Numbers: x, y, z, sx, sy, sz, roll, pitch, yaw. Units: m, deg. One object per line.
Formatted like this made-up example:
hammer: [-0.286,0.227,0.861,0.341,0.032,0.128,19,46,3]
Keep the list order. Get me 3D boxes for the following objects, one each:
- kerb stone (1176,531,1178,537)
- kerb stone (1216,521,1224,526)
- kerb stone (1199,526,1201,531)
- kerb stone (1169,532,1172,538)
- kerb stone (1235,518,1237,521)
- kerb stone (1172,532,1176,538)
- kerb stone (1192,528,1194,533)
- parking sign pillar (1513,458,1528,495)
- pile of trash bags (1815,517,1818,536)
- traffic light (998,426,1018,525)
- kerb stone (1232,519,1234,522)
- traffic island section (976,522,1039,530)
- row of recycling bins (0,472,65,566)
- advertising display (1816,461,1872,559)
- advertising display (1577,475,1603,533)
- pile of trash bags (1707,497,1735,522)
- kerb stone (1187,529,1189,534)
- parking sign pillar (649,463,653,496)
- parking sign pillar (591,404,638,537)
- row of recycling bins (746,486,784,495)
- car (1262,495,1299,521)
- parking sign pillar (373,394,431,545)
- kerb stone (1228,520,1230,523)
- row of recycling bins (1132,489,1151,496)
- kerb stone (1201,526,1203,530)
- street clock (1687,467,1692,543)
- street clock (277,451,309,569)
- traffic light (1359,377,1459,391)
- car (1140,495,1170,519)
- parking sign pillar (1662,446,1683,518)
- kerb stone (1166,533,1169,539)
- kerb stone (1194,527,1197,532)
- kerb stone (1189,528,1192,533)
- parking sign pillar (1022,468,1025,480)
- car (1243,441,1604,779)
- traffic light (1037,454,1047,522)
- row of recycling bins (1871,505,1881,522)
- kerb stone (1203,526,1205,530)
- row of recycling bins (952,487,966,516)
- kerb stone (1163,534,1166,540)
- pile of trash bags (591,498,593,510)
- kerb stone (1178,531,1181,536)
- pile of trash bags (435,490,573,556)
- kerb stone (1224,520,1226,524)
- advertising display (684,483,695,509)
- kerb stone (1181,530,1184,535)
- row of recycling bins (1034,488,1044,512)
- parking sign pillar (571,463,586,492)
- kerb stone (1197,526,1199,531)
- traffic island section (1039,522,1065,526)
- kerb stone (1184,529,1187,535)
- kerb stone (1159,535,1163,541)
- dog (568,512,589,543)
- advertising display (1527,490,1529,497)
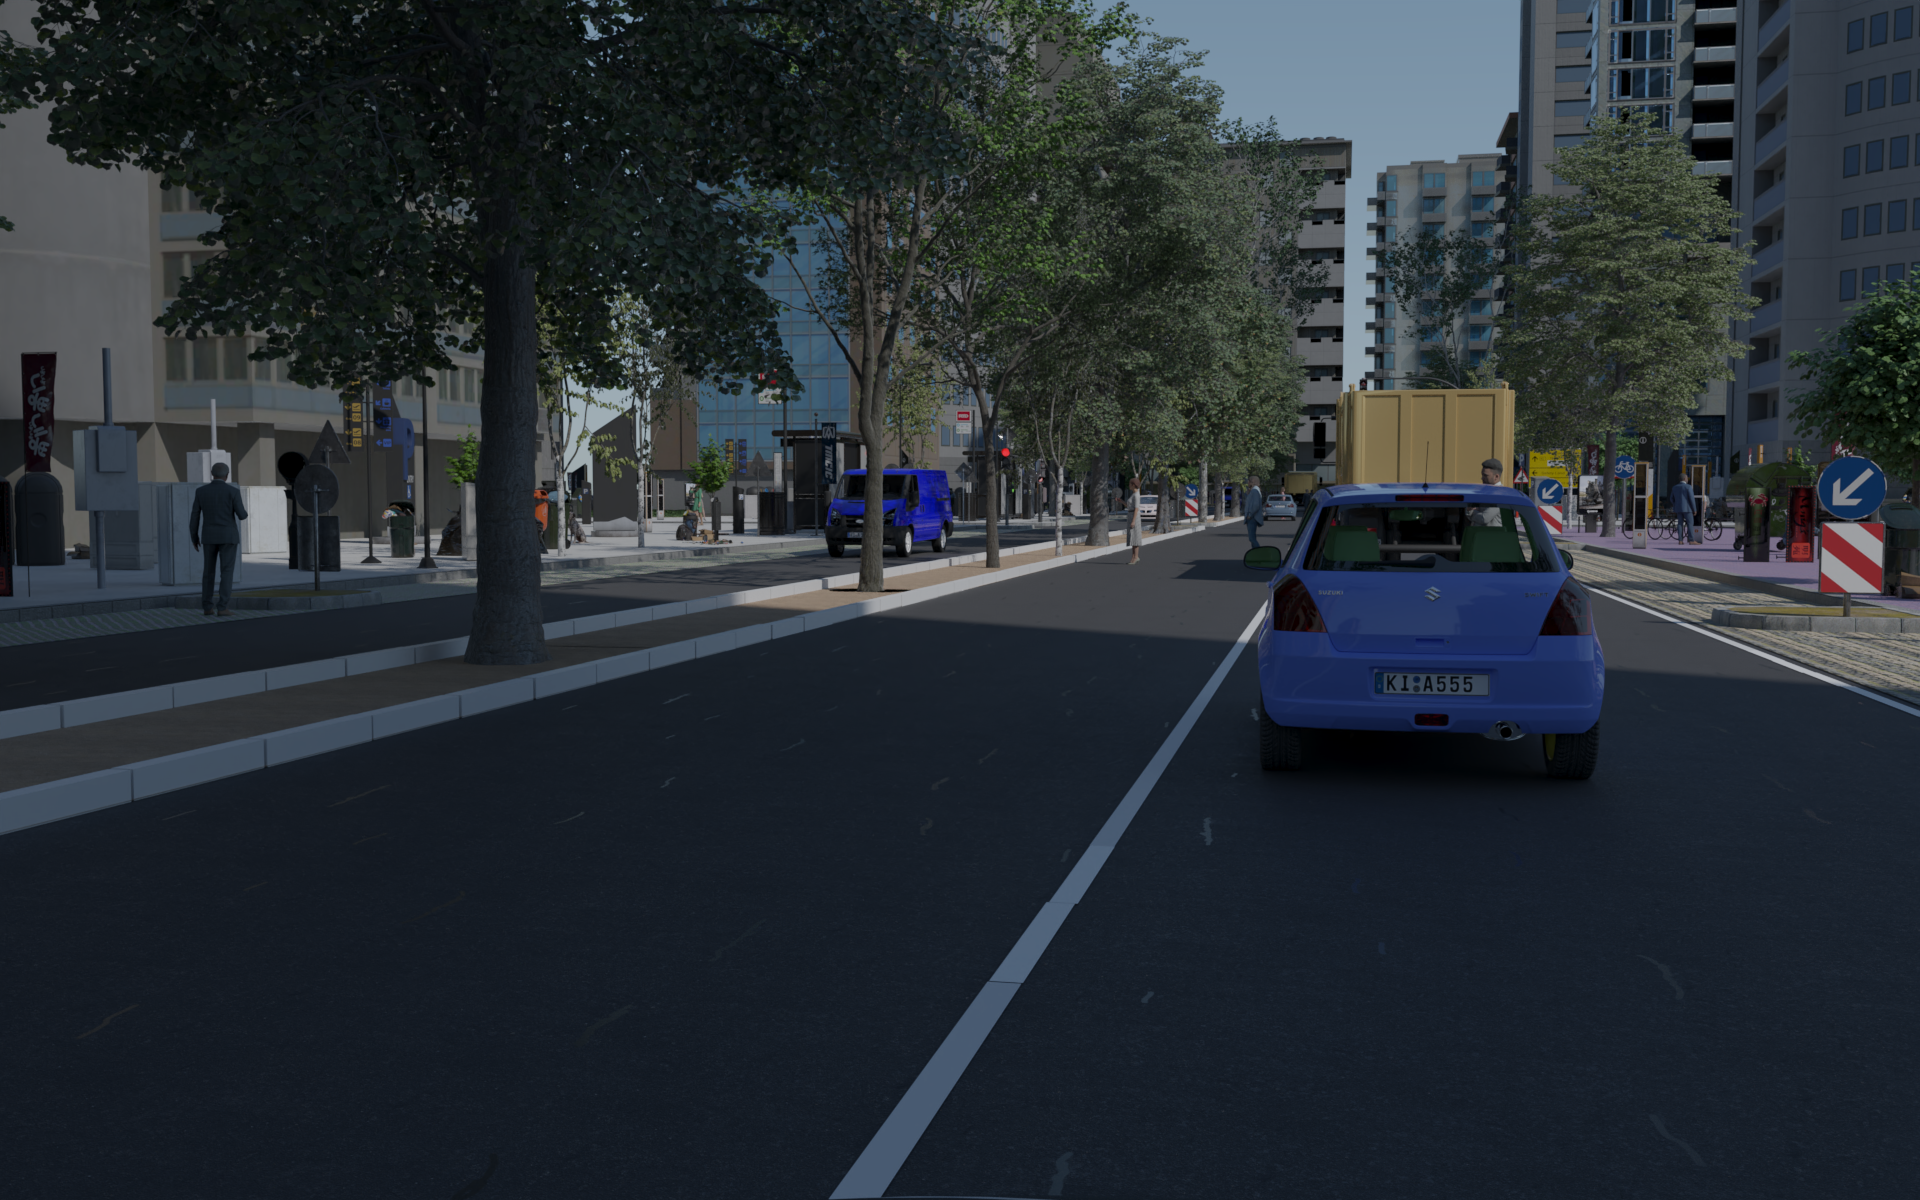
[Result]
kerb stone: [7.079,-2.168,57.661,0.120,0.150,1.000,1,4,12]
kerb stone: [11.855,-3.485,79.174,0.120,0.150,1.000,1,4,12]
kerb stone: [9.083,-2.717,66.675,0.120,0.150,1.000,1,4,12]
kerb stone: [6.639,-2.042,55.661,0.120,0.150,1.000,1,4,12]
kerb stone: [13.859,-4.036,88.177,0.120,0.150,1.000,1,4,12]
kerb stone: [6.864,-2.105,56.662,0.120,0.150,1.000,1,4,12]
kerb stone: [8.425,-2.532,63.672,0.120,0.150,1.000,1,4,12]
parking sign pillar: [40.041,-8.297,124.127,1.447,3.967,1.447,-2,4,-24]
pile of trash bags: [27.056,-2.691,53.749,1.912,1.369,3.447,1,4,18]
traffic light: [1.944,-5.016,70.936,0.839,4.253,0.868,1,4,12]
kerb stone: [13.414,-3.914,86.181,0.120,0.150,1.000,1,4,12]
traffic island section: [1.907,-2.985,71.079,2.009,0.180,2.903,1,4,12]
row of recycling bins: [-17.886,-1.475,31.227,3.534,1.692,1.069,0,4,6]
advertising display: [17.256,-1.749,33.813,0.974,1.923,0.123,3,5,43]
advertising display: [20.878,-3.184,57.264,0.974,1.923,0.123,0,4,-8]
pile of trash bags: [35.878,-4.238,79.044,1.912,1.369,3.447,-2,4,-35]
kerb stone: [7.965,-2.413,61.678,0.120,0.150,1.000,1,4,12]
parking sign pillar: [-24.797,-9.387,141.954,1.447,3.967,1.447,-3,4,-37]
parking sign pillar: [-10.349,-3.879,51.892,1.447,3.967,1.447,-1,4,-14]
row of recycling bins: [-10.479,-5.269,93.264,1.069,1.692,3.534,1,4,22]
car: [17.284,-4.993,93.636,2.014,1.417,4.499,1,4,11]
parking sign pillar: [-14.414,-3.434,44.622,1.447,3.967,1.447,0,4,-4]
kerb stone: [12.738,-3.727,83.185,0.120,0.150,1.000,1,4,12]
row of recycling bins: [15.509,-8.620,148.048,1.069,1.692,3.534,-1,4,-12]
kerb stone: [9.316,-2.782,67.681,0.120,0.150,1.000,1,4,12]
street clock: [19.293,-2.512,45.638,0.358,2.002,0.471,1,4,17]
street clock: [-11.337,-1.525,29.507,0.471,2.002,0.358,0,4,-5]
traffic light: [17.911,-5.664,67.280,4.771,5.953,1.251,1,4,12]
car: [10.006,-4.823,91.213,2.083,1.381,4.827,1,4,11]
parking sign pillar: [38.970,-6.478,94.386,1.447,3.967,1.447,0,4,3]
kerb stone: [6.412,-1.983,54.661,0.120,0.150,1.000,1,4,12]
kerb stone: [8.638,-2.597,64.671,0.120,0.150,1.000,1,4,12]
kerb stone: [8.194,-2.476,62.674,0.120,0.150,1.000,1,4,12]
parking sign pillar: [4.201,-8.065,120.333,1.447,3.967,1.447,-2,4,-32]
car: [2.624,-0.032,10.122,1.945,1.707,3.694,1,4,11]
traffic light: [5.735,-6.339,78.314,4.771,5.953,1.251,1,4,12]
row of recycling bins: [38.866,-4.250,76.592,1.069,1.692,3.534,-3,4,-39]
kerb stone: [9.529,-2.842,68.681,0.120,0.150,1.000,1,4,12]
row of recycling bins: [-1.056,-5.701,100.332,3.534,1.692,1.069,3,4,37]
kerb stone: [6.197,-1.924,53.662,0.120,0.150,1.000,1,4,12]
pile of trash bags: [-20.823,-5.535,100.246,3.447,1.369,1.912,-2,4,-26]
kerb stone: [7.304,-2.230,58.664,0.120,0.150,1.000,1,4,12]
pile of trash bags: [-9.744,-1.685,37.307,1.912,1.369,3.447,1,4,12]
kerb stone: [12.090,-3.541,80.169,0.120,0.150,1.000,1,4,12]
advertising display: [-15.308,-5.715,98.650,0.123,1.923,0.974,2,4,35]
kerb stone: [7.533,-2.292,59.664,0.120,0.150,1.000,1,4,12]
row of recycling bins: [3.922,-6.762,117.663,3.534,1.692,1.069,0,3,0]
parking sign pillar: [-33.036,-9.877,149.961,1.447,3.967,1.447,-1,4,-16]
kerb stone: [8.858,-2.657,65.675,0.120,0.150,1.000,1,4,12]
traffic island section: [3.637,-3.461,78.875,2.009,0.180,2.903,1,4,12]
kerb stone: [7.759,-2.354,60.677,0.120,0.150,1.000,1,4,12]
kerb stone: [5.970,-1.862,52.654,0.120,0.150,1.000,1,4,12]
dog: [-9.874,-1.884,45.180,0.800,0.831,0.513,-1,4,-12]
advertising display: [42.978,-7.673,130.668,0.974,1.923,0.123,2,4,26]
